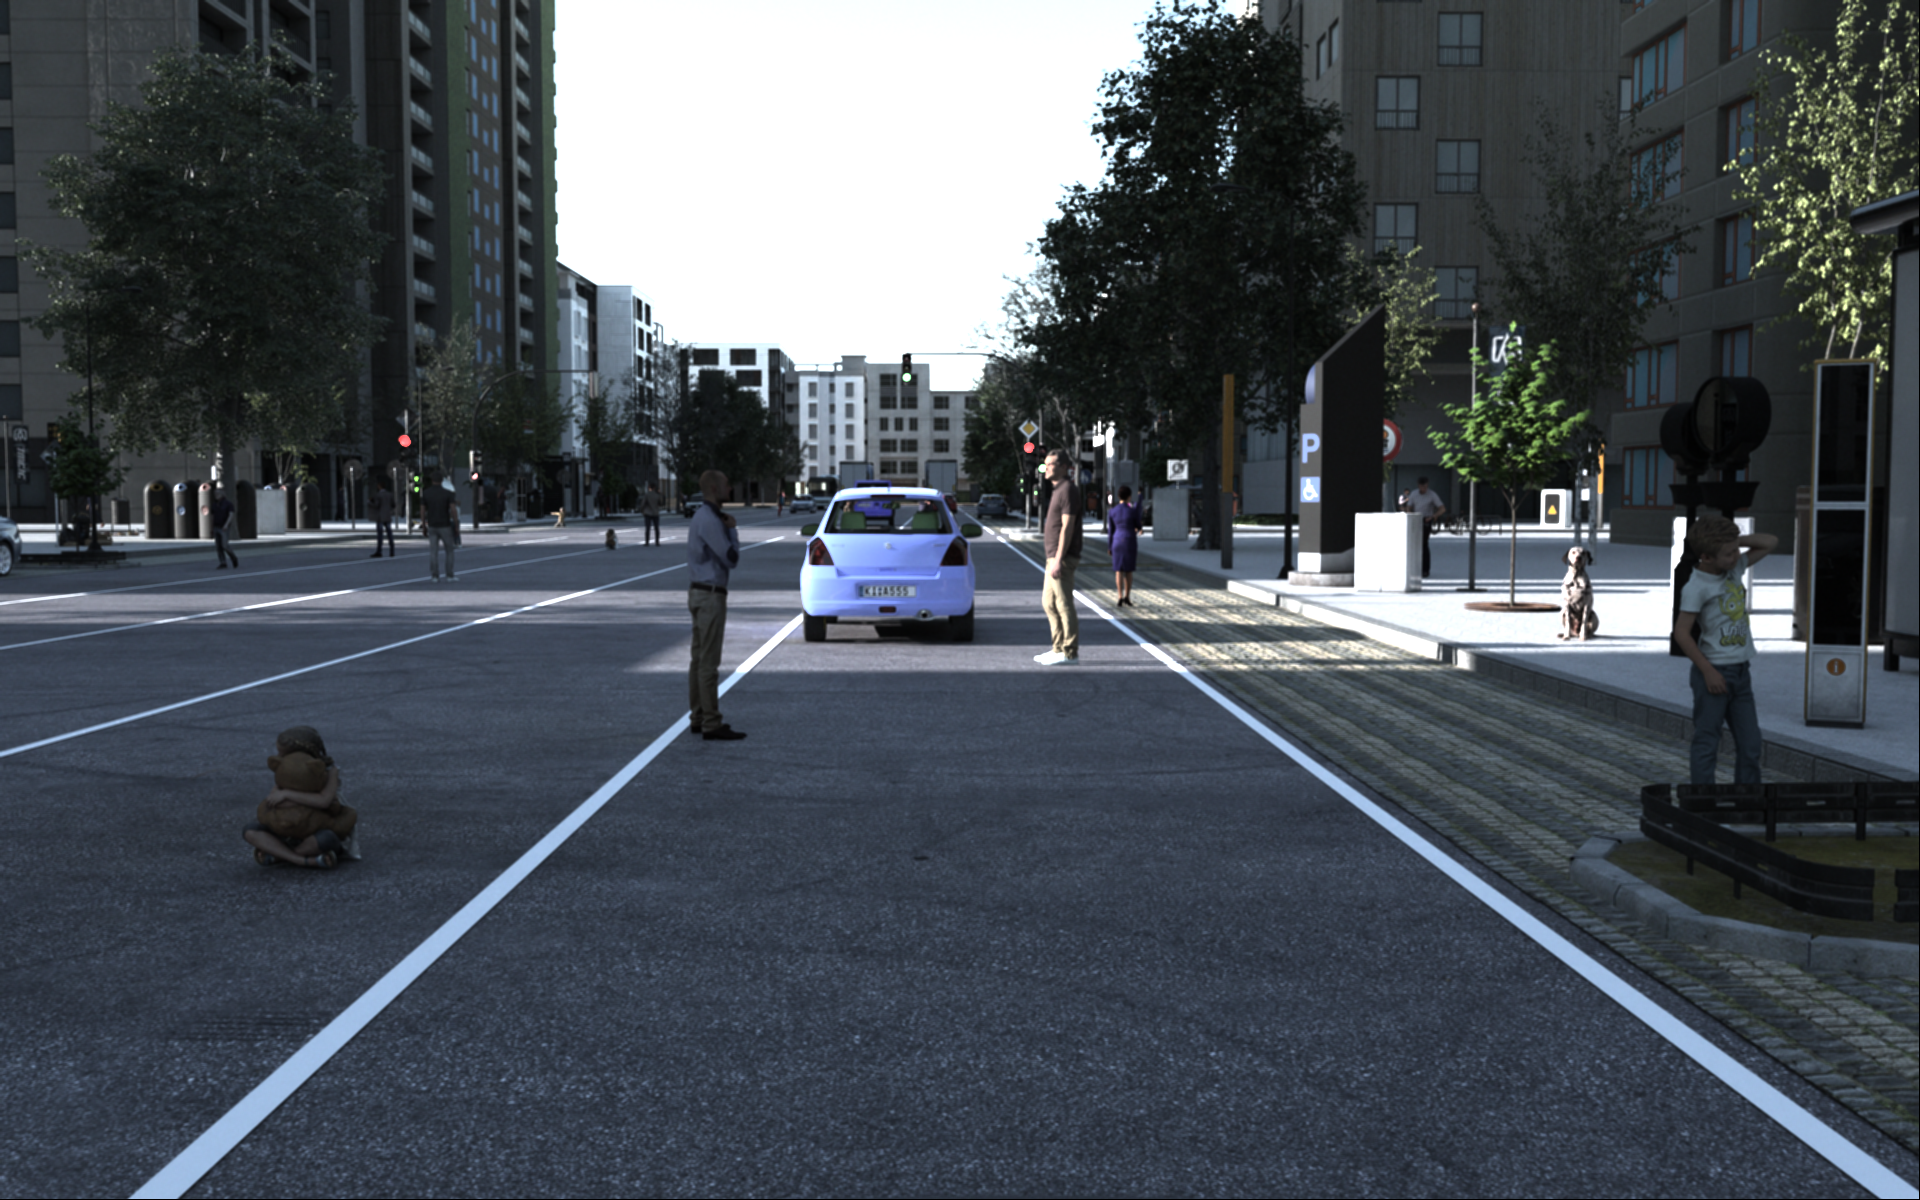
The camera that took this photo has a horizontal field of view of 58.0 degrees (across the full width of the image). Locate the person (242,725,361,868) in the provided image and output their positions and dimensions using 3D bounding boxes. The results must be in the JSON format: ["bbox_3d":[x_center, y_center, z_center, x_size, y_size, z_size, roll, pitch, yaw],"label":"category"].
[{"bbox_3d":[-2.535,0.752,6.686,0.381,0.543,0.357,0,4,7],"label":"person"}]

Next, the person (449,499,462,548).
[{"bbox_3d":[-13.346,-2.043,45.809,0.435,1.345,0.340,1,4,10],"label":"person"}]

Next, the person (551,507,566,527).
[{"bbox_3d":[-17.215,-3.541,74.313,0.695,0.859,0.347,1,4,22],"label":"person"}]

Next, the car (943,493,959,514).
[{"bbox_3d":[-1.143,-7.287,128.190,2.155,1.783,4.494,0,4,-2],"label":"car"}]

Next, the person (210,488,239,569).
[{"bbox_3d":[-14.034,-1.371,33.132,0.471,1.553,0.569,-3,4,-37],"label":"person"}]

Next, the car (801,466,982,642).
[{"bbox_3d":[-0.722,-0.522,18.129,1.945,1.707,3.694,0,4,-1],"label":"car"}]

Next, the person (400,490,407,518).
[{"bbox_3d":[-29.914,-5.328,93.600,0.683,1.767,0.568,-2,4,-31],"label":"person"}]

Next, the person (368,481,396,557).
[{"bbox_3d":[-13.147,-1.838,39.367,0.431,1.722,0.655,3,4,39],"label":"person"}]

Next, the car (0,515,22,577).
[{"bbox_3d":[-17.270,-1.008,28.478,2.014,1.417,4.499,0,4,-1],"label":"car"}]

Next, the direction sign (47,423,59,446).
[{"bbox_3d":[-28.487,-3.859,55.085,0.876,3.537,0.379,-1,4,-18],"label":"direction sign"}]

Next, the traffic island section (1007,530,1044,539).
[{"bbox_3d":[2.650,-2.058,55.922,2.009,0.180,2.903,0,4,-1],"label":"traffic island section"}]

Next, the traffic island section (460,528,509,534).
[{"bbox_3d":[-17.807,-2.531,63.666,2.009,0.180,2.903,0,4,-1],"label":"traffic island section"}]

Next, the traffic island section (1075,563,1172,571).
[{"bbox_3d":[2.917,-0.619,32.980,1.991,0.108,1.994,0,4,-1],"label":"traffic island section"}]

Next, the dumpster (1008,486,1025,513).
[{"bbox_3d":[3.922,-6.858,117.889,1.264,1.857,1.865,0,4,-1],"label":"dumpster"}]

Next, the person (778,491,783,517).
[{"bbox_3d":[-11.421,-6.118,110.233,0.444,1.614,0.593,2,4,33],"label":"person"}]

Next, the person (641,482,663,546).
[{"bbox_3d":[-8.534,-2.380,47.945,0.617,1.759,0.750,-1,4,-12],"label":"person"}]

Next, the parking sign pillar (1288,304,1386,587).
[{"bbox_3d":[5.384,-2.198,24.414,1.447,3.967,1.447,-3,4,-36],"label":"parking sign pillar"}]

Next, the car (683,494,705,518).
[{"bbox_3d":[-15.833,-5.873,105.814,2.009,1.686,4.222,0,4,-2],"label":"car"}]

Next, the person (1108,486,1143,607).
[{"bbox_3d":[2.100,-0.683,22.031,0.453,1.535,0.546,0,4,0],"label":"person"}]

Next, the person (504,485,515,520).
[{"bbox_3d":[-22.702,-4.907,87.000,0.376,1.734,0.841,2,4,25],"label":"person"}]

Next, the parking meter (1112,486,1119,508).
[{"bbox_3d":[5.096,-2.910,55.984,0.372,1.533,0.369,0,3,0],"label":"parking meter"}]

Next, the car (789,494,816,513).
[{"bbox_3d":[-11.771,-7.220,130.042,2.014,1.417,4.499,0,4,-1],"label":"car"}]

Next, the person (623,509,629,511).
[{"bbox_3d":[-25.772,-7.779,133.785,0.990,1.755,0.434,3,5,43],"label":"person"}]

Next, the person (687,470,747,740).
[{"bbox_3d":[-1.449,0.020,10.242,0.319,1.574,0.516,-1,4,-15],"label":"person"}]

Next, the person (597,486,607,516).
[{"bbox_3d":[-20.459,-5.640,98.941,0.565,1.739,0.600,-2,4,-25],"label":"person"}]

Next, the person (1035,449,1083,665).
[{"bbox_3d":[0.821,-0.364,14.581,0.434,1.807,0.598,1,4,10],"label":"person"}]

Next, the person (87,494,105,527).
[{"bbox_3d":[-33.459,-3.573,66.998,0.480,1.512,0.613,2,4,34],"label":"person"}]

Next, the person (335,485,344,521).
[{"bbox_3d":[-29.322,-4.588,81.969,0.530,1.710,0.541,-1,4,-22],"label":"person"}]

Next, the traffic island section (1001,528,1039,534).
[{"bbox_3d":[2.553,-2.546,63.907,2.009,0.180,2.903,0,4,-1],"label":"traffic island section"}]

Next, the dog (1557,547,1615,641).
[{"bbox_3d":[5.596,-0.060,15.361,0.800,0.831,0.513,-2,4,-24],"label":"dog"}]

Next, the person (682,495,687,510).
[{"bbox_3d":[-21.952,-8.039,138.412,0.436,1.711,0.756,1,4,22],"label":"person"}]

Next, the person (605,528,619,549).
[{"bbox_3d":[-9.014,-1.581,44.832,0.357,0.543,0.381,-1,4,-15],"label":"person"}]

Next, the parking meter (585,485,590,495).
[{"bbox_3d":[-22.957,-6.166,106.518,0.399,1.863,0.255,1,4,15],"label":"parking meter"}]

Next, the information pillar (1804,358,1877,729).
[{"bbox_3d":[4.856,-0.310,9.563,0.304,2.012,0.304,2,4,26],"label":"information pillar"}]

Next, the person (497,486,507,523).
[{"bbox_3d":[-20.521,-4.290,77.649,0.415,1.643,0.593,-1,4,-13],"label":"person"}]

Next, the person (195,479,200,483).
[{"bbox_3d":[-29.263,-3.697,66.356,0.709,1.838,0.599,3,4,39],"label":"person"}]

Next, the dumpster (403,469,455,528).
[{"bbox_3d":[-20.454,-3.929,66.725,1.502,2.255,1.985,0,4,-1],"label":"dumpster"}]

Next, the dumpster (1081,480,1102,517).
[{"bbox_3d":[7.123,-5.782,97.031,1.502,2.255,1.985,0,4,-1],"label":"dumpster"}]

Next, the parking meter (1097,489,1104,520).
[{"bbox_3d":[6.956,-4.722,85.607,0.372,1.533,0.369,0,3,0],"label":"parking meter"}]

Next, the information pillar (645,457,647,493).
[{"bbox_3d":[-20.096,-7.317,110.988,0.183,3.616,0.504,-1,4,-13],"label":"information pillar"}]

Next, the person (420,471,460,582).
[{"bbox_3d":[-8.479,-1.202,28.285,0.598,1.807,0.434,0,4,7],"label":"person"}]

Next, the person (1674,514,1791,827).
[{"bbox_3d":[3.296,0.308,7.378,0.435,1.345,0.340,-3,4,-37],"label":"person"}]

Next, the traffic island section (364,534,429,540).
[{"bbox_3d":[-17.710,-2.043,55.682,2.009,0.180,2.903,0,4,-1],"label":"traffic island section"}]

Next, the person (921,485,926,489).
[{"bbox_3d":[-1.231,-3.424,64.937,0.683,1.767,0.568,-1,4,-17],"label":"person"}]

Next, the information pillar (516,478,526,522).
[{"bbox_3d":[-20.209,-4.607,79.808,0.304,2.012,0.304,1,4,19],"label":"information pillar"}]

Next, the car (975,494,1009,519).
[{"bbox_3d":[1.887,-5.436,100.887,2.014,1.417,4.499,0,4,1],"label":"car"}]
